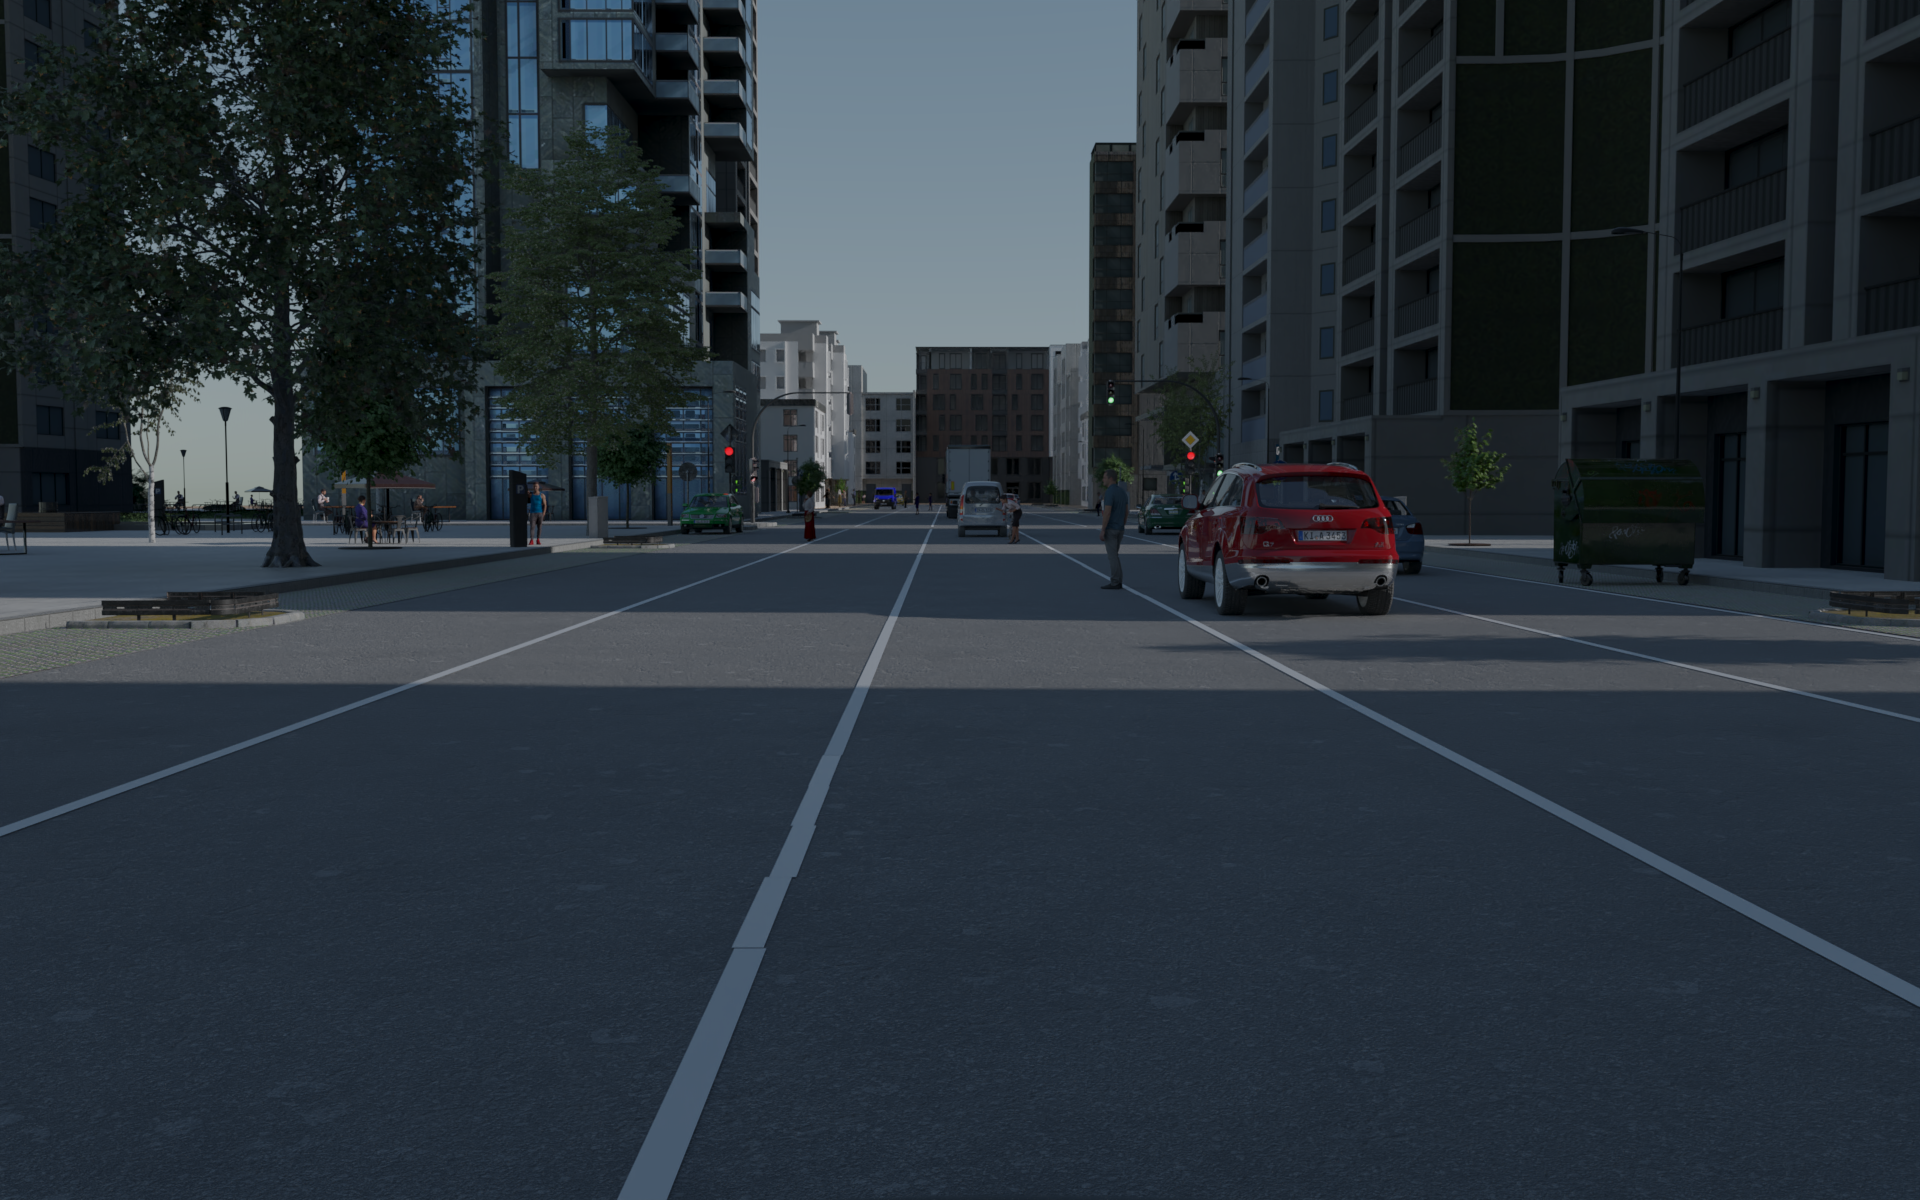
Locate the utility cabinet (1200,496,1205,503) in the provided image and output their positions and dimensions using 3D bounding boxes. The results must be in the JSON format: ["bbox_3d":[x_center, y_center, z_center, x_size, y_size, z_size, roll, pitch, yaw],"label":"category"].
[{"bbox_3d":[12.023,-4.540,85.395,0.306,1.237,1.020,1,4,12],"label":"utility cabinet"}]

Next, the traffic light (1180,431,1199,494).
[{"bbox_3d":[10.230,-5.400,77.218,0.839,4.253,0.868,0,4,0],"label":"traffic light"}]

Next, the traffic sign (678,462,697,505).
[{"bbox_3d":[-10.871,-4.226,69.206,0.768,2.556,0.104,0,4,2],"label":"traffic sign"}]

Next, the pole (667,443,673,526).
[{"bbox_3d":[-11.696,-4.646,69.806,0.158,3.312,0.155,0,3,0],"label":"pole"}]

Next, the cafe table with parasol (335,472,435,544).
[{"bbox_3d":[-14.871,-2.439,44.744,2.610,1.966,2.610,1,4,12],"label":"cafe table with parasol"}]

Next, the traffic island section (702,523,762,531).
[{"bbox_3d":[-9.187,-2.870,69.199,2.009,0.180,2.903,0,4,0],"label":"traffic island section"}]

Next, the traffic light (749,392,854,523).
[{"bbox_3d":[-7.119,-6.265,77.101,4.771,5.953,1.251,0,4,0],"label":"traffic light"}]

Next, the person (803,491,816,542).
[{"bbox_3d":[-4.543,-2.529,52.317,0.387,1.526,0.523,-2,4,-25],"label":"person"}]

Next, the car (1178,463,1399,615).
[{"bbox_3d":[4.045,-0.816,22.013,2.281,1.827,5.304,0,4,-1],"label":"car"}]

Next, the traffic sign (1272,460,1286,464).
[{"bbox_3d":[12.035,-3.985,65.267,0.768,2.556,0.104,0,4,0],"label":"traffic sign"}]

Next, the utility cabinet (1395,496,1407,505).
[{"bbox_3d":[12.108,-2.239,47.762,0.306,1.237,1.020,1,4,10],"label":"utility cabinet"}]

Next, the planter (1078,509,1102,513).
[{"bbox_3d":[9.852,-6.618,129.342,1.991,0.319,1.994,0,4,0],"label":"planter"}]

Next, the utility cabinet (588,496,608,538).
[{"bbox_3d":[-10.571,-2.413,50.615,0.306,1.237,1.020,0,4,5],"label":"utility cabinet"}]

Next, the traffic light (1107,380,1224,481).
[{"bbox_3d":[8.202,-5.774,69.075,4.771,5.953,1.251,0,4,0],"label":"traffic light"}]

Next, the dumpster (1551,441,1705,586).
[{"bbox_3d":[10.448,-1.364,27.253,1.985,2.255,1.502,0,4,-2],"label":"dumpster"}]

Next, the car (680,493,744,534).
[{"bbox_3d":[-8.940,-3.290,62.581,1.959,1.807,4.718,0,4,1],"label":"car"}]

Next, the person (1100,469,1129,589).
[{"bbox_3d":[2.294,-1.070,26.130,0.598,1.807,0.434,-3,5,-44],"label":"person"}]

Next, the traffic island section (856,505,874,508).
[{"bbox_3d":[-9.731,-9.574,179.397,1.991,0.108,1.994,0,4,0],"label":"traffic island section"}]

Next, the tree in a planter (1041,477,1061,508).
[{"bbox_3d":[9.464,-11.172,179.887,1.991,3.239,1.994,0,4,0],"label":"tree in a planter"}]

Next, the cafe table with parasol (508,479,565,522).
[{"bbox_3d":[-19.802,-4.658,81.020,2.610,1.966,2.610,-1,4,-14],"label":"cafe table with parasol"}]

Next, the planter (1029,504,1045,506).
[{"bbox_3d":[9.232,-11.387,207.309,1.991,0.319,1.994,0,4,0],"label":"planter"}]

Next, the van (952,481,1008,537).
[{"bbox_3d":[0.744,-3.183,59.052,2.013,2.044,4.112,0,4,0],"label":"van"}]

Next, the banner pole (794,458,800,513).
[{"bbox_3d":[-11.218,-7.895,119.094,0.401,3.779,0.863,0,4,1],"label":"banner pole"}]

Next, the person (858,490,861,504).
[{"bbox_3d":[-12.700,-12.988,218.484,0.705,1.812,1.348,0,4,0],"label":"person"}]

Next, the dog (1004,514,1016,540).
[{"bbox_3d":[1.571,-2.302,54.479,0.800,0.831,0.513,-3,5,-44],"label":"dog"}]

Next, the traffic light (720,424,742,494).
[{"bbox_3d":[-9.147,-4.902,69.065,0.839,4.253,0.868,0,4,0],"label":"traffic light"}]

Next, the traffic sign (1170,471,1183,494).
[{"bbox_3d":[11.818,-5.780,94.602,0.768,2.556,0.104,0,4,1],"label":"traffic sign"}]

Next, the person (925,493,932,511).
[{"bbox_3d":[-2.665,-8.465,149.279,0.546,1.535,0.453,-2,4,-24],"label":"person"}]

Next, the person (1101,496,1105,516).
[{"bbox_3d":[6.249,-3.811,74.712,0.340,1.345,0.435,-2,4,-32],"label":"person"}]

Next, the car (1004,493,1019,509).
[{"bbox_3d":[3.791,-8.123,141.847,2.155,1.783,4.494,0,4,1],"label":"car"}]

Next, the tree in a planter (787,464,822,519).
[{"bbox_3d":[-9.117,-6.393,101.741,1.991,3.239,1.994,0,4,0],"label":"tree in a planter"}]

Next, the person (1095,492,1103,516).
[{"bbox_3d":[8.959,-6.119,110.765,0.590,1.554,0.614,1,4,20],"label":"person"}]

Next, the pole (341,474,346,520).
[{"bbox_3d":[-27.071,-5.029,76.063,0.158,3.312,0.155,0,3,0],"label":"pole"}]

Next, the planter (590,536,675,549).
[{"bbox_3d":[-8.680,-1.535,46.229,1.991,0.319,1.994,0,4,0],"label":"planter"}]

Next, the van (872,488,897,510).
[{"bbox_3d":[-6.958,-9.594,161.246,2.240,2.365,5.245,0,4,1],"label":"van"}]

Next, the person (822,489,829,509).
[{"bbox_3d":[-11.903,-8.991,153.867,0.721,1.723,1.217,1,4,23],"label":"person"}]

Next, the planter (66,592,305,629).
[{"bbox_3d":[-8.472,0.113,19.287,1.991,0.319,1.994,0,4,0],"label":"planter"}]

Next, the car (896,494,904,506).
[{"bbox_3d":[-7.679,-12.282,211.038,2.015,1.641,3.980,0,4,-2],"label":"car"}]

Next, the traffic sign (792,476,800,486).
[{"bbox_3d":[-11.258,-7.318,119.751,0.768,2.556,0.104,0,4,0],"label":"traffic sign"}]

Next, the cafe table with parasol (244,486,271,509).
[{"bbox_3d":[-59.613,-8.716,147.363,2.610,1.966,2.610,1,4,17],"label":"cafe table with parasol"}]

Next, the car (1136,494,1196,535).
[{"bbox_3d":[7.432,-3.083,62.204,2.131,1.459,4.920,0,4,1],"label":"car"}]

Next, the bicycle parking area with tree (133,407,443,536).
[{"bbox_3d":[-21.566,-4.281,56.991,8.231,4.147,9.016,1,4,10],"label":"bicycle parking area with tree"}]

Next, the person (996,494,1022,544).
[{"bbox_3d":[1.436,-2.337,49.904,0.628,1.438,0.799,1,4,21],"label":"person"}]

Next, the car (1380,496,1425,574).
[{"bbox_3d":[7.390,-1.246,32.370,2.014,1.417,4.499,0,3,0],"label":"car"}]

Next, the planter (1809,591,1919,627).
[{"bbox_3d":[10.714,0.104,19.447,1.991,0.319,1.994,0,4,0],"label":"planter"}]

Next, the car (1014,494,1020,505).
[{"bbox_3d":[5.866,-11.208,195.255,2.014,1.417,4.499,0,4,-1],"label":"car"}]

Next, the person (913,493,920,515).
[{"bbox_3d":[-3.061,-6.659,119.738,0.546,1.535,0.453,1,4,17],"label":"person"}]

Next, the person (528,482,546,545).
[{"bbox_3d":[-10.794,-2.195,43.801,0.647,1.594,0.662,-1,4,-19],"label":"person"}]

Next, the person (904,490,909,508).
[{"bbox_3d":[-5.511,-10.269,176.529,0.705,1.807,1.348,-1,4,-21],"label":"person"}]

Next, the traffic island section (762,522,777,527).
[{"bbox_3d":[-9.250,-3.358,77.184,2.009,0.180,2.903,0,4,0],"label":"traffic island section"}]

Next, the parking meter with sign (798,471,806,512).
[{"bbox_3d":[-11.348,-7.867,124.881,0.543,3.016,1.738,0,4,0],"label":"parking meter with sign"}]

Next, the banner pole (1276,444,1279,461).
[{"bbox_3d":[14.238,-5.285,76.429,0.863,3.779,0.401,-2,4,-26],"label":"banner pole"}]
